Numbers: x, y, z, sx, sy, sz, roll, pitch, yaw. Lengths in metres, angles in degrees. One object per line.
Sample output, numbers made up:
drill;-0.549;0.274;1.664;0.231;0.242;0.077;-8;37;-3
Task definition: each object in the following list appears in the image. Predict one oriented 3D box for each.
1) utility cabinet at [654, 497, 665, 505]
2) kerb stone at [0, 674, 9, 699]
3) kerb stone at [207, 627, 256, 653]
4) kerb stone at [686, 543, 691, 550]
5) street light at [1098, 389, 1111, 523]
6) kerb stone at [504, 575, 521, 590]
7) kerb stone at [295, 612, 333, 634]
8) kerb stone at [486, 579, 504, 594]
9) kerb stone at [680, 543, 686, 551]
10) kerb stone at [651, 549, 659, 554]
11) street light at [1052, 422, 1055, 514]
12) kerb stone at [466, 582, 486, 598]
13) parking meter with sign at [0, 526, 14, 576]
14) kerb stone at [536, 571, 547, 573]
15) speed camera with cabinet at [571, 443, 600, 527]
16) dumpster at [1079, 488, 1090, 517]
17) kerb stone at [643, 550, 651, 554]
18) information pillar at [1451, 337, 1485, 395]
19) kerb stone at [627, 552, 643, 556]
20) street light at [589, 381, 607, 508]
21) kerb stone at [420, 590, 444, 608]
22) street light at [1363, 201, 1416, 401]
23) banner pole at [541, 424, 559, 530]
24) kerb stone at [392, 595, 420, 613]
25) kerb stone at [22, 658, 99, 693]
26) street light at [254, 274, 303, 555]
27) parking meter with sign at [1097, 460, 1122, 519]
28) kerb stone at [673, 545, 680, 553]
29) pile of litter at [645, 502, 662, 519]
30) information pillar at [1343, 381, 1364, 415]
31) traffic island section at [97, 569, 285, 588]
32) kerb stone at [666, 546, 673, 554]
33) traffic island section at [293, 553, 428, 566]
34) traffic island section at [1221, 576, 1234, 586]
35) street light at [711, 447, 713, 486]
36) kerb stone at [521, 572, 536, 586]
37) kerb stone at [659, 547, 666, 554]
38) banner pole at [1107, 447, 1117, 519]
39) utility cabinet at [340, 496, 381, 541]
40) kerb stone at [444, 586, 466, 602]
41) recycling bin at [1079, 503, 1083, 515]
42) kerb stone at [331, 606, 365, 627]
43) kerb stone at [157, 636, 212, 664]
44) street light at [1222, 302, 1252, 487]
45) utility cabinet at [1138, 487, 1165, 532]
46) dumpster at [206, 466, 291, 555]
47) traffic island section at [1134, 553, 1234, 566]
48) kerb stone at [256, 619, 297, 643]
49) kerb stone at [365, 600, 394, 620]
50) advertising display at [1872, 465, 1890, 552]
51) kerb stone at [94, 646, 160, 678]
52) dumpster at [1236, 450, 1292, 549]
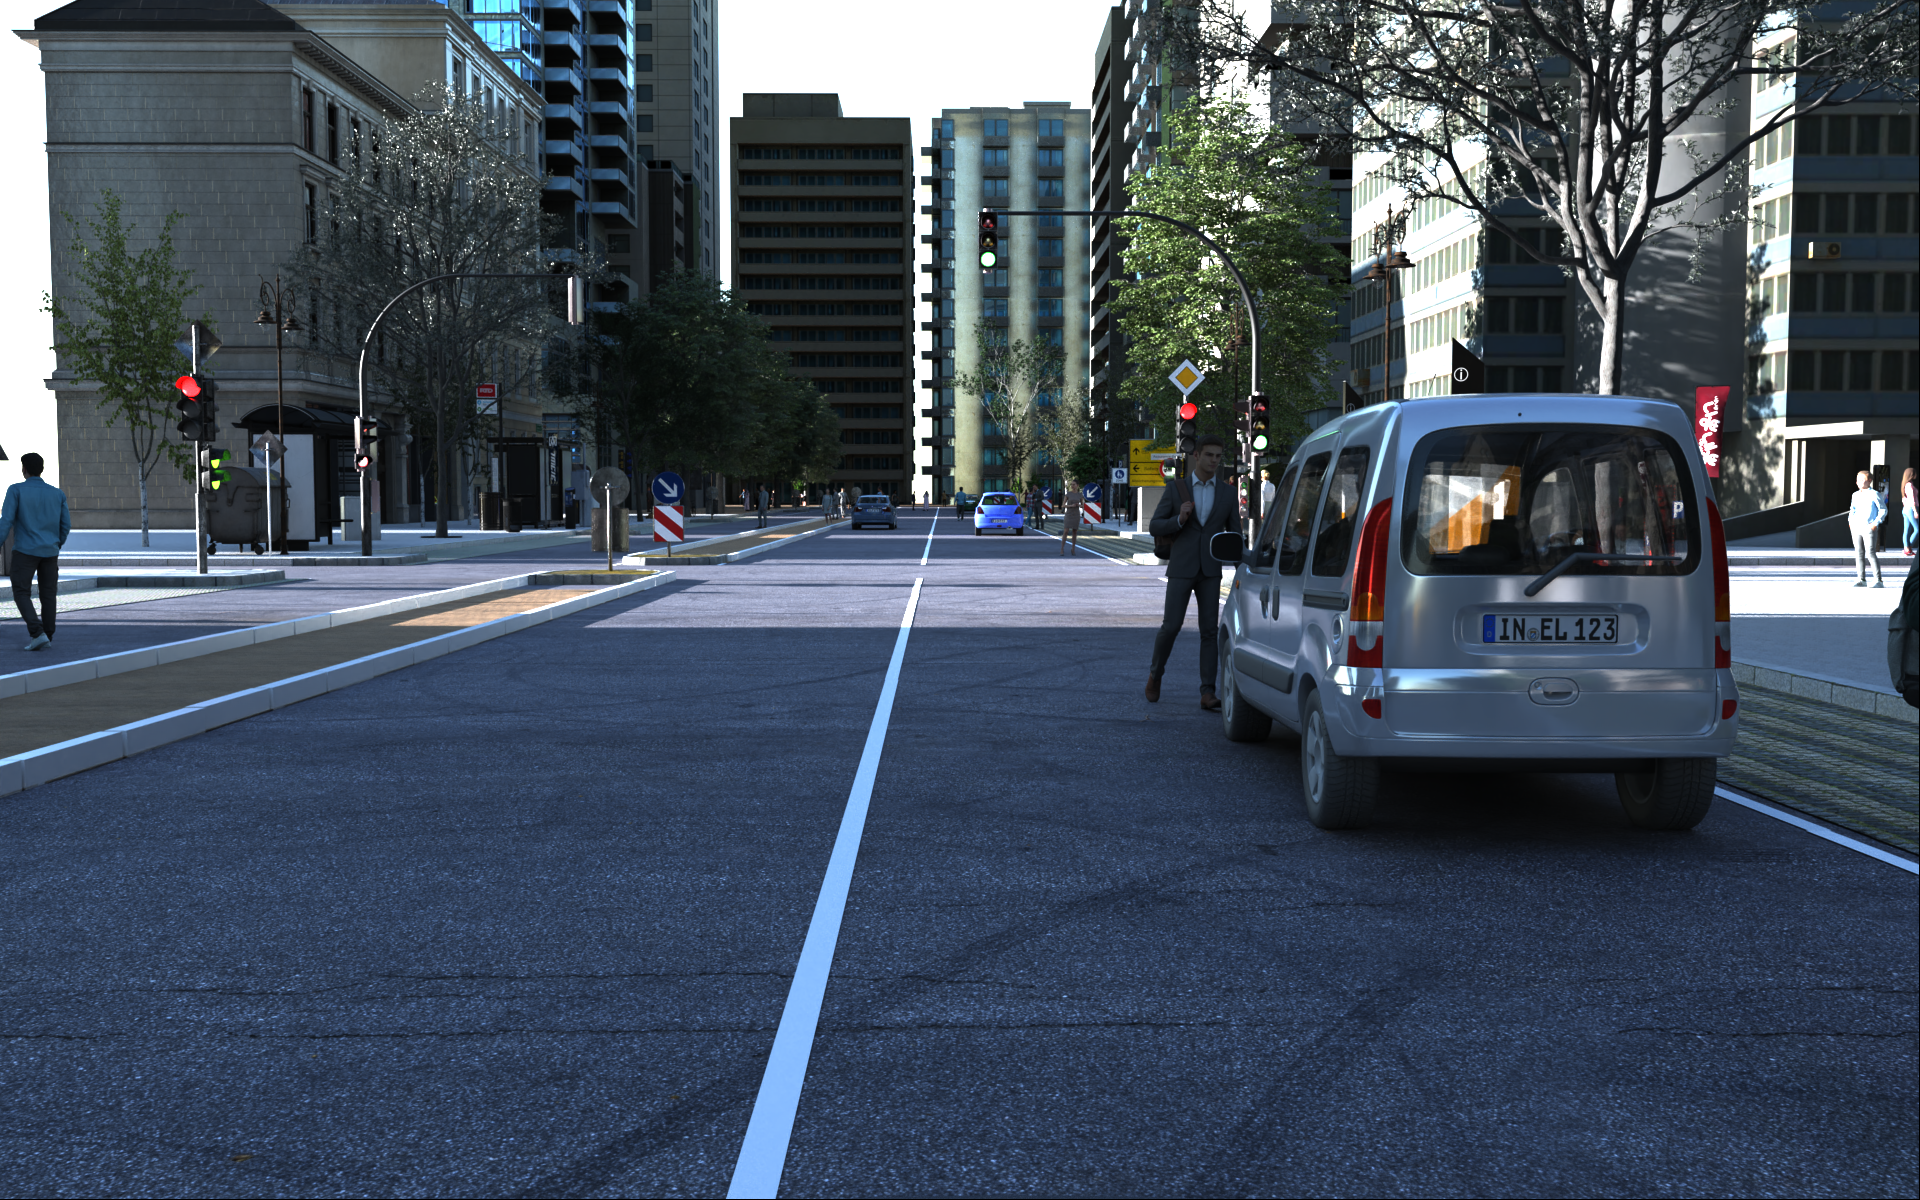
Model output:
utility cabinet;-16.160;-5.261;94.700;1.173;1.500;0.318;-1;4;-13
kerb stone;-6.726;0.636;11.858;0.120;0.150;1.000;0;4;-1
kerb stone;-6.766;0.382;15.956;0.120;0.150;1.000;0;4;-1
kerb stone;-7.055;-1.343;44.216;0.120;0.150;1.000;0;4;-1
street light;6.322;-6.318;76.092;0.468;5.910;1.993;0;4;-1
kerb stone;-6.866;-0.245;26.201;0.120;0.150;1.000;0;4;-1
kerb stone;-6.784;0.262;18.008;0.120;0.150;1.000;0;4;-1
kerb stone;-6.859;-0.182;25.170;0.120;0.150;1.000;0;4;-1
kerb stone;-7.040;-1.284;43.183;0.120;0.150;1.000;0;4;-1
kerb stone;-6.998;-1.033;39.091;0.120;0.150;1.000;0;4;-1
street light;5.950;-8.426;110.558;0.468;5.910;1.993;0;4;-1
kerb stone;-6.844;-0.118;24.149;0.120;0.150;1.000;0;4;-1
parking meter with sign;-15.326;-1.853;26.550;0.543;3.016;1.738;3;5;40
kerb stone;-6.889;-0.370;28.252;0.120;0.150;1.000;0;4;-1
speed camera with cabinet;-14.661;-4.491;67.757;0.660;3.252;2.038;0;4;4
dumpster;7.497;-5.802;97.354;1.502;2.255;1.985;0;4;-1
kerb stone;-6.993;-0.969;38.069;0.120;0.150;1.000;0;4;-1
information pillar;7.546;-2.109;25.845;0.504;3.616;0.183;1;4;20
kerb stone;-6.973;-0.908;37.047;0.120;0.150;1.000;0;4;-1
street light;-14.773;-5.993;70.776;0.468;5.910;1.993;0;4;-1
kerb stone;-6.822;0.006;22.101;0.120;0.150;1.000;0;4;-1
street light;6.826;-3.357;27.680;0.468;5.910;1.993;0;4;-1
banner pole;-14.696;-4.409;62.106;0.863;3.779;0.401;2;4;31
kerb stone;-6.821;0.068;21.079;0.120;0.150;1.000;0;4;-1
kerb stone;-6.731;0.571;12.879;0.120;0.150;1.000;0;4;-1
street light;-14.308;-3.896;36.495;0.468;5.910;1.993;0;4;-1
parking meter with sign;7.450;-5.685;89.204;1.738;3.016;0.543;2;4;27
kerb stone;-7.019;-1.221;42.158;0.120;0.150;1.000;0;4;-1
pile of litter;-15.896;-4.660;90.150;1.176;0.858;1.719;1;4;14
information pillar;8.171;-2.737;36.100;0.504;3.616;0.183;-2;4;-24
traffic island section;-12.246;-0.348;27.969;2.009;0.180;2.903;0;4;-1
kerb stone;-7.022;-1.158;41.135;0.120;0.150;1.000;0;4;-1
traffic island section;-12.327;-0.836;35.953;2.009;0.180;2.903;0;4;-1
traffic island section;4.795;-0.358;28.137;2.009;0.180;2.903;0;4;-1
street light;-15.055;-8.090;105.060;0.468;5.910;1.993;0;4;-1
kerb stone;-6.876;-0.308;27.225;0.120;0.150;1.000;0;4;-1
kerb stone;-7.013;-1.093;40.113;0.120;0.150;1.000;0;4;-1
banner pole;7.995;-6.161;90.756;0.863;3.779;0.401;-2;4;-33
utility cabinet;-16.563;-2.245;47.865;1.020;1.237;0.306;-3;5;-42
kerb stone;-6.833;-0.053;23.127;0.120;0.150;1.000;0;4;-1
recycling bin;7.470;-5.729;106.229;0.722;1.027;0.722;2;4;29
kerb stone;-6.790;0.195;19.030;0.120;0.150;1.000;0;4;-1
kerb stone;-6.744;0.444;14.934;0.120;0.150;1.000;0;4;-1
street light;6.662;-4.221;41.809;0.468;5.910;1.993;0;4;-1
utility cabinet;6.542;-3.011;57.903;1.173;1.500;0.318;-1;4;-18
dumpster;-15.281;-1.919;37.128;1.264;1.857;1.865;0;4;-1
traffic island section;4.713;-0.847;36.122;2.009;0.180;2.903;0;4;-1
kerb stone;-6.774;0.323;16.978;0.120;0.150;1.000;0;4;-1
kerb stone;-6.806;0.139;20.054;0.120;0.150;1.000;0;4;-1
advertising display;20.281;-2.015;38.159;0.123;1.923;0.974;3;5;41
kerb stone;-6.736;0.507;13.905;0.120;0.150;1.000;0;4;-1
dumpster;7.133;-2.248;39.243;1.502;2.255;1.985;0;4;-1
